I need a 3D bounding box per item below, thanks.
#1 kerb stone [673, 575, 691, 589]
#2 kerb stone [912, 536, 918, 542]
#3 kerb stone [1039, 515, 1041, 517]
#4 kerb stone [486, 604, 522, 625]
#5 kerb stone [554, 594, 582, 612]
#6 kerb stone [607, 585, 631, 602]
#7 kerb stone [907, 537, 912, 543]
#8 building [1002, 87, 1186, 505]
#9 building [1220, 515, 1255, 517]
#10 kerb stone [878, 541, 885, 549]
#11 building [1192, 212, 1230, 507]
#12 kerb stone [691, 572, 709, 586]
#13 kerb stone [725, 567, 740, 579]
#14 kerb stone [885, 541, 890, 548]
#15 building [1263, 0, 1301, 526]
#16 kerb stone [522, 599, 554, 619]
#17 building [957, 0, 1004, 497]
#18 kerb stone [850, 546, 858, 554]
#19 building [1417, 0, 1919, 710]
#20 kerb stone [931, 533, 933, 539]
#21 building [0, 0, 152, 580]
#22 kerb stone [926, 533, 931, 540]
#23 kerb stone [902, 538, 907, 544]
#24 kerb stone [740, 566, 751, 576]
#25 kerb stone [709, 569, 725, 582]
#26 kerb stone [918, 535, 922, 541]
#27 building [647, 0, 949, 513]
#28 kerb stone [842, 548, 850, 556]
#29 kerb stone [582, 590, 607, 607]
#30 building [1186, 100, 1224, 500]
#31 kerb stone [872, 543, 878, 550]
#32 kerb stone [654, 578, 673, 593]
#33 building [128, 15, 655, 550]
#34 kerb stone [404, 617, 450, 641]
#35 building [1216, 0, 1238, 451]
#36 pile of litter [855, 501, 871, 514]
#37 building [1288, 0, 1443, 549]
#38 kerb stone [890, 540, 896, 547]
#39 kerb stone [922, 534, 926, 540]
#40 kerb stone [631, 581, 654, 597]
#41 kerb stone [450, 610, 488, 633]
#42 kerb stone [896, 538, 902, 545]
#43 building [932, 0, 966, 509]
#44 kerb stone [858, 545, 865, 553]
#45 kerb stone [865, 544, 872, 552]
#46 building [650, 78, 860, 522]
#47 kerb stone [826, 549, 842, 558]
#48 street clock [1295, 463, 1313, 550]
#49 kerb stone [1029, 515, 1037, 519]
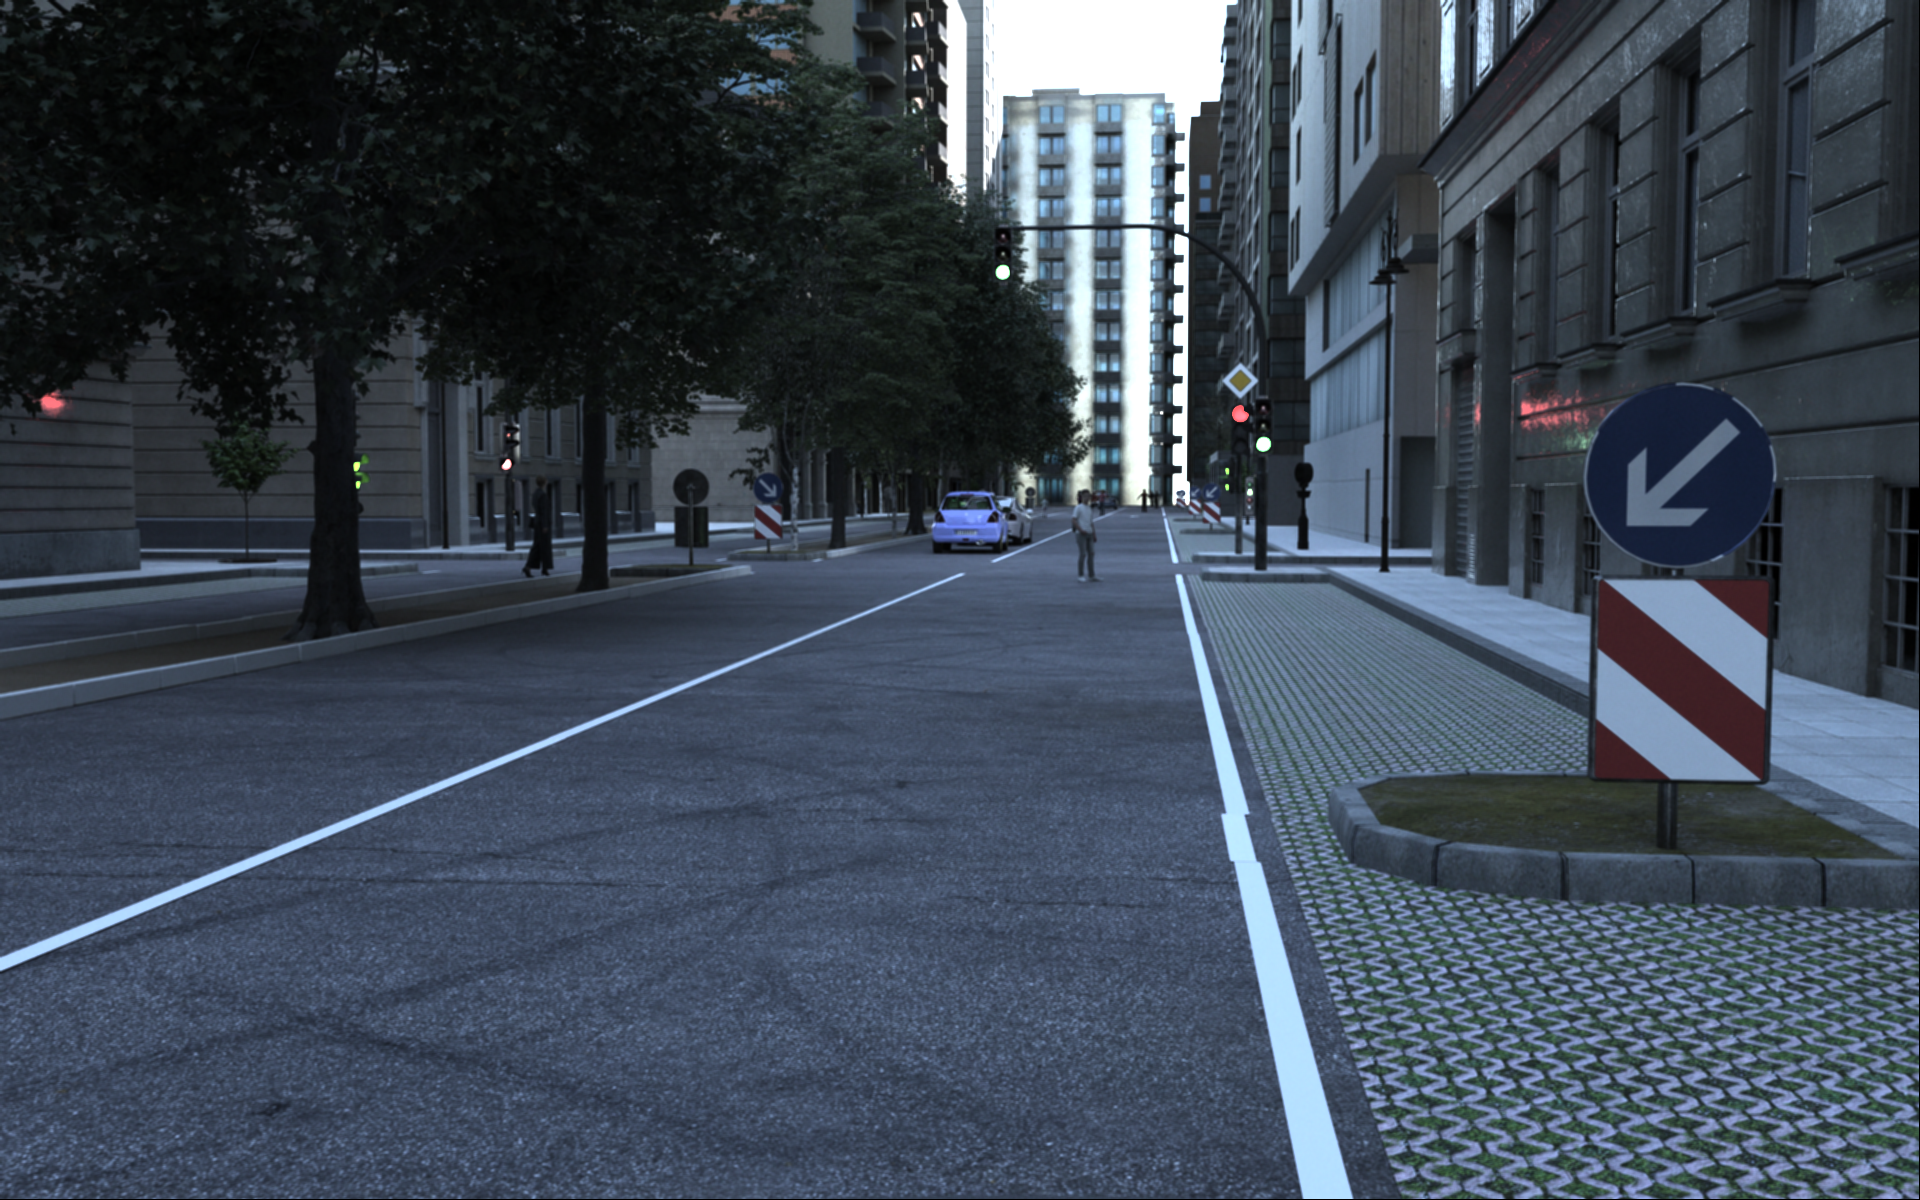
[{"bbox_3d":[-4.340,-0.262,26.475,0.120,0.150,1.000,0,4,7],"label":"kerb stone"},{"bbox_3d":[-1.465,-1.788,51.428,0.120,0.150,1.000,0,4,7],"label":"kerb stone"},{"bbox_3d":[4.625,-5.023,104.405,0.120,0.150,1.000,0,4,7],"label":"kerb stone"},{"bbox_3d":[-5.158,0.175,19.342,0.120,0.150,1.000,0,4,7],"label":"kerb stone"},{"bbox_3d":[-4.923,0.052,21.380,0.120,0.150,1.000,0,4,7],"label":"kerb stone"},{"bbox_3d":[-4.690,-0.070,23.418,0.120,0.150,1.000,0,4,7],"label":"kerb stone"},{"bbox_3d":[-1.588,-1.726,50.413,0.120,0.150,1.000,0,4,7],"label":"kerb stone"},{"bbox_3d":[11.433,-35.924,206.961,30.456,49.044,23.786,0,4,7],"label":"building"},{"bbox_3d":[25.139,-40.398,98.759,20.563,71.187,20.611,0,4,7],"label":"building"},{"bbox_3d":[-2.171,-1.413,45.304,0.120,0.150,1.000,0,4,7],"label":"kerb stone"},{"bbox_3d":[31.106,-24.905,178.890,14.160,30.474,14.107,0,4,7],"label":"building"},{"bbox_3d":[-4.218,-0.324,27.498,0.120,0.150,1.000,0,4,7],"label":"kerb stone"},{"bbox_3d":[-3.982,-0.449,29.532,0.120,0.150,1.000,0,4,7],"label":"kerb stone"},{"bbox_3d":[-2.068,-1.476,46.321,0.120,0.150,1.000,0,4,7],"label":"kerb stone"},{"bbox_3d":[20.153,-18.556,75.096,14.160,30.474,14.107,0,4,7],"label":"building"},{"bbox_3d":[-5.036,0.114,20.365,0.120,0.150,1.000,0,4,7],"label":"kerb stone"},{"bbox_3d":[-6.606,-45.344,179.628,20.611,71.187,20.563,0,4,7],"label":"building"},{"bbox_3d":[-2.643,-1.163,41.239,0.120,0.150,1.000,0,4,7],"label":"kerb stone"},{"bbox_3d":[13.320,-10.976,12.747,16.112,22.955,30.059,0,4,7],"label":"building"},{"bbox_3d":[-0.996,-2.036,55.510,0.120,0.150,1.000,0,4,7],"label":"kerb stone"},{"bbox_3d":[-31.285,-12.619,25.398,34.723,24.649,14.460,0,4,7],"label":"building"},{"bbox_3d":[-1.115,-1.975,54.486,0.120,0.150,1.000,0,4,7],"label":"kerb stone"},{"bbox_3d":[-1.702,-1.663,49.394,0.120,0.150,1.000,0,4,7],"label":"kerb stone"},{"bbox_3d":[-3.865,-0.509,30.553,0.120,0.150,1.000,0,4,7],"label":"kerb stone"},{"bbox_3d":[-4.102,-0.386,28.513,0.120,0.150,1.000,0,4,7],"label":"kerb stone"},{"bbox_3d":[-1.355,-1.849,52.450,0.120,0.150,1.000,0,4,7],"label":"kerb stone"},{"bbox_3d":[-12.654,-28.999,128.750,22.147,44.769,28.867,0,4,7],"label":"building"},{"bbox_3d":[-2.757,-1.103,40.223,0.120,0.150,1.000,0,4,7],"label":"kerb stone"},{"bbox_3d":[-4.809,-0.012,22.397,0.120,0.150,1.000,0,4,7],"label":"kerb stone"},{"bbox_3d":[33.458,-33.632,199.993,14.200,45.320,14.600,0,4,7],"label":"building"},{"bbox_3d":[-2.293,-1.351,44.286,0.120,0.150,1.000,0,4,7],"label":"kerb stone"},{"bbox_3d":[-4.451,-0.198,25.459,0.120,0.150,1.000,0,4,7],"label":"kerb stone"},{"bbox_3d":[-17.676,-16.107,49.257,13.634,28.700,20.117,0,4,7],"label":"building"},{"bbox_3d":[-5.386,0.299,17.306,0.120,0.150,1.000,0,4,7],"label":"kerb stone"},{"bbox_3d":[34.595,-32.769,155.375,23.786,49.044,30.456,0,4,7],"label":"building"},{"bbox_3d":[-6.405,-5.841,109.472,1.719,0.858,1.176,1,4,17],"label":"pile of litter"},{"bbox_3d":[23.515,-28.088,48.475,27.495,52.752,28.713,0,4,7],"label":"building"},{"bbox_3d":[-1.941,-1.538,47.342,0.120,0.150,1.000,0,4,7],"label":"kerb stone"},{"bbox_3d":[-1.239,-1.913,53.471,0.120,0.150,1.000,0,4,7],"label":"kerb stone"},{"bbox_3d":[-4.566,-0.137,24.443,0.120,0.150,1.000,0,4,7],"label":"kerb stone"},{"bbox_3d":[-5.275,0.241,18.327,0.120,0.150,1.000,0,4,7],"label":"kerb stone"},{"bbox_3d":[-1.822,-1.601,48.367,0.120,0.150,1.000,0,4,7],"label":"kerb stone"},{"bbox_3d":[-7.108,-30.569,149.915,14.600,45.320,14.200,0,4,7],"label":"building"},{"bbox_3d":[-2.525,-1.227,42.254,0.120,0.150,1.000,0,4,7],"label":"kerb stone"},{"bbox_3d":[-2.405,-1.289,43.270,0.120,0.150,1.000,0,4,7],"label":"kerb stone"},{"bbox_3d":[-12.562,-13.972,79.356,10.553,20.767,40.483,0,4,7],"label":"building"},{"bbox_3d":[-2.882,-1.039,39.195,0.120,0.150,1.000,0,4,7],"label":"kerb stone"},{"bbox_3d":[7.949,-2.171,40.074,0.358,2.002,0.471,-1,4,-19],"label":"street clock"},{"bbox_3d":[4.267,-4.842,101.358,0.120,0.150,1.000,0,4,7],"label":"kerb stone"}]
